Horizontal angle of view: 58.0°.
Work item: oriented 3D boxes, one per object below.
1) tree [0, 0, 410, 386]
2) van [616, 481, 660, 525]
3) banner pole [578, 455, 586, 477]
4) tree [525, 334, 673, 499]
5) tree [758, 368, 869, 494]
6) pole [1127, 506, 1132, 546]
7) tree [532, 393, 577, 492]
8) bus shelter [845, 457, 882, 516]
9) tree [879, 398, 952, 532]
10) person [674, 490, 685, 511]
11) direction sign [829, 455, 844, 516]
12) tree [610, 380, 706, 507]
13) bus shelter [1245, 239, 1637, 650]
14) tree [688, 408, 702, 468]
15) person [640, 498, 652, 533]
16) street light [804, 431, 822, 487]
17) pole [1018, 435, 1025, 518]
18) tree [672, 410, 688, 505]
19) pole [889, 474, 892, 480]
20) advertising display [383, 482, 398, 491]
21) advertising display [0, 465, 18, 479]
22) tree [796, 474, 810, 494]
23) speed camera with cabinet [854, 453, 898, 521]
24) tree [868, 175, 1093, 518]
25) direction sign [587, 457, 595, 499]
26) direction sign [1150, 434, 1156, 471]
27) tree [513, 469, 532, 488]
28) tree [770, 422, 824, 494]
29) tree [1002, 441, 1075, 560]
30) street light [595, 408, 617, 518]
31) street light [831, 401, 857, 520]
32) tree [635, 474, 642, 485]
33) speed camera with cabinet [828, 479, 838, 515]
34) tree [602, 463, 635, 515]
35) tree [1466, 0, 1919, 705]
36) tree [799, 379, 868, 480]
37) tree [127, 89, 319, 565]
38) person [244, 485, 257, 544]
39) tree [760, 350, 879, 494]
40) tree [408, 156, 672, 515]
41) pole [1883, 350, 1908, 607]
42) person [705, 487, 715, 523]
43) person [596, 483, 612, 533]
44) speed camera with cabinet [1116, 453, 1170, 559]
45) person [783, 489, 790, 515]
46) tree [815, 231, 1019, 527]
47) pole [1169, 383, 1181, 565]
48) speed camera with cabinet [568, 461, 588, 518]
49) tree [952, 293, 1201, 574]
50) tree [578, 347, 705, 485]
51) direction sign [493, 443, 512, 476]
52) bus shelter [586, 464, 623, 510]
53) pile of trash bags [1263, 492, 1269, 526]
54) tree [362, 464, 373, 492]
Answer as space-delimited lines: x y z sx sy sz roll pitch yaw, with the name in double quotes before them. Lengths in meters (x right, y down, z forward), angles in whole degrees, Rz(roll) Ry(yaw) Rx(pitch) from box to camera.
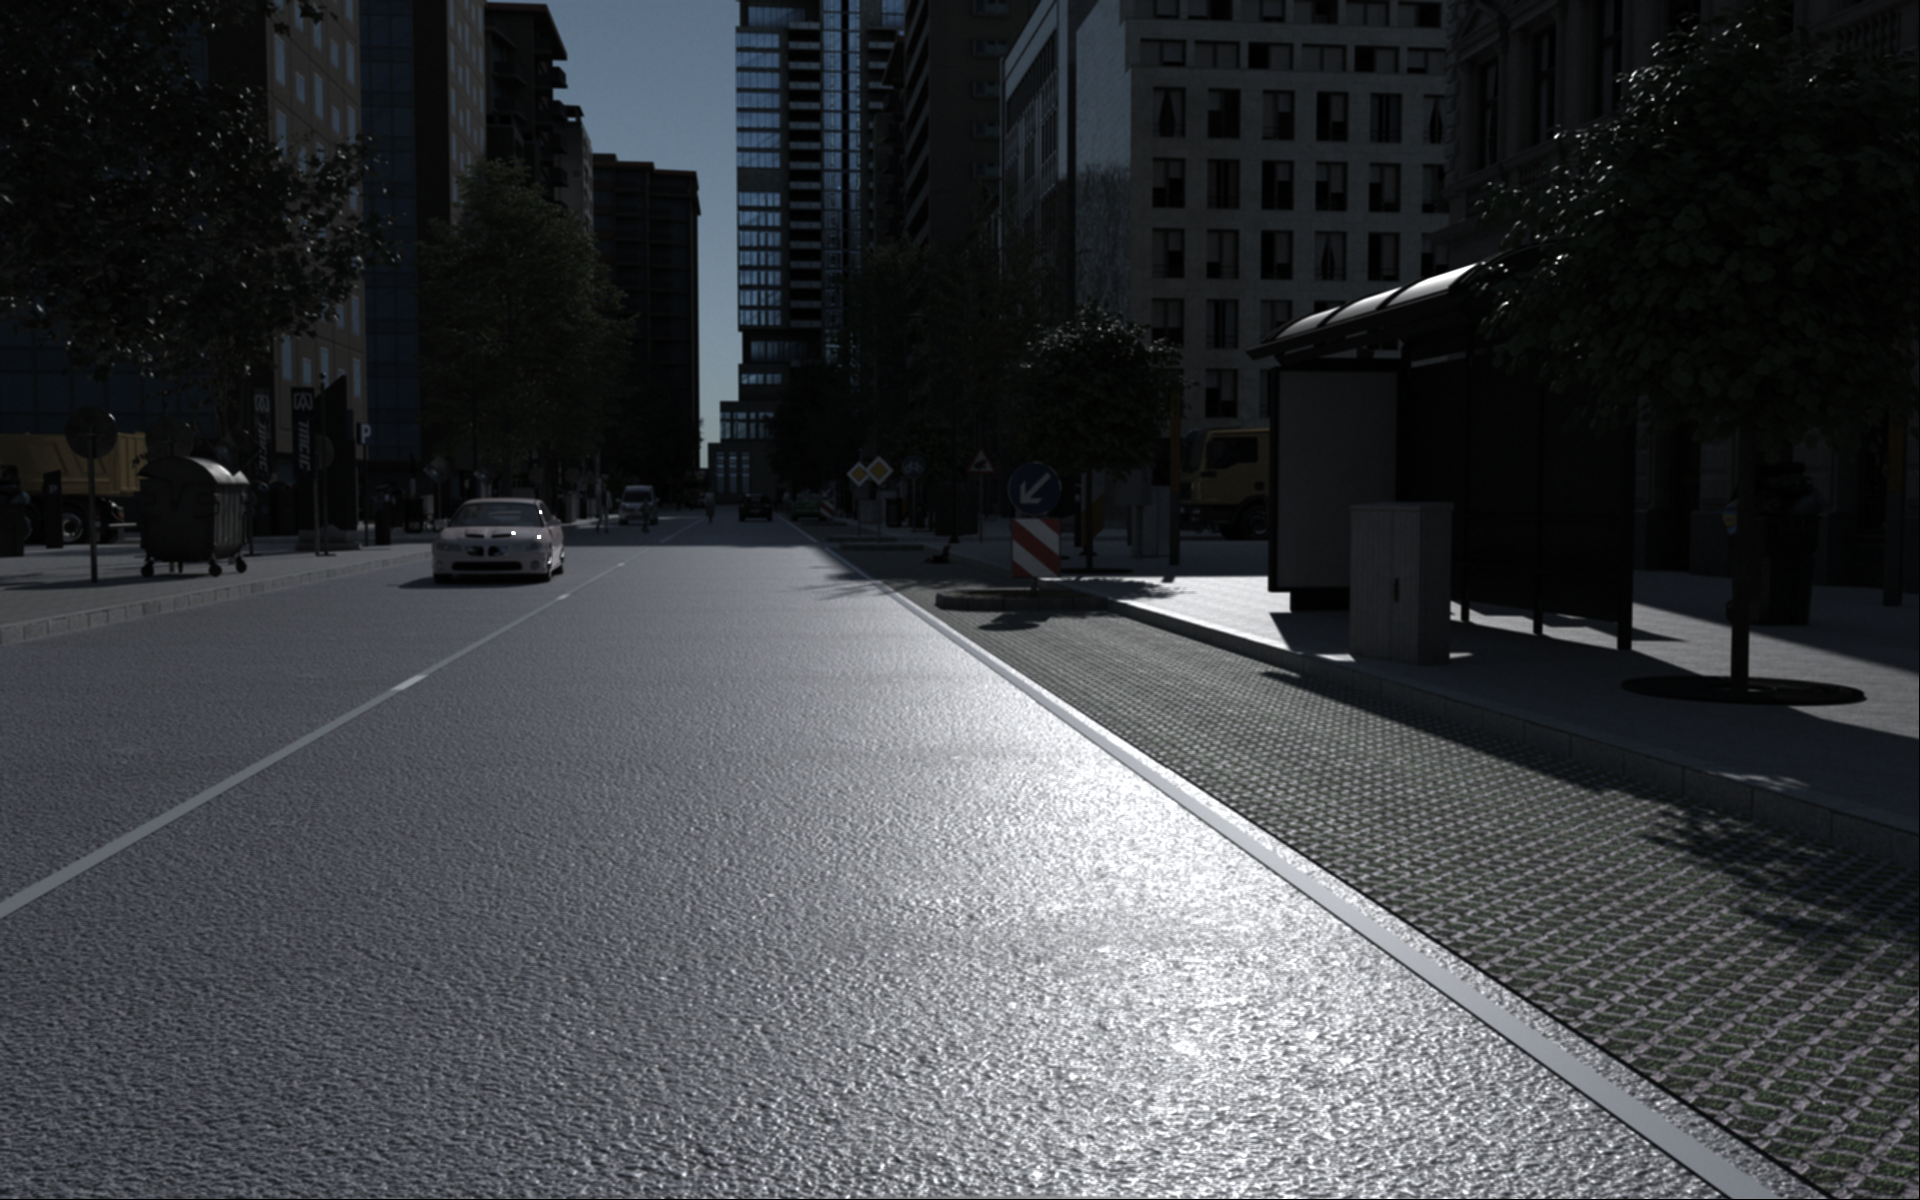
"tree" -11.319 -6.197 18.328 9.611 12.733 9.660 0 3 0
"van" -15.042 -4.529 81.059 2.013 2.044 4.112 0 4 -7
"banner pole" -23.943 -7.312 109.561 0.401 3.779 0.863 2 4 29
"tree" -21.049 -10.113 99.755 8.767 10.594 7.601 -3 5 -39
"tree" -13.641 -15.339 161.157 12.009 13.543 11.850 0 3 0
"pole" 4.265 -3.003 42.947 0.158 3.312 0.155 0 3 0
"tree" -28.189 -10.378 120.050 4.737 8.622 4.395 0 3 0
"bus shelter" -5.404 -6.397 98.516 2.014 3.302 5.546 0 4 -7
"tree" -0.942 -4.610 59.090 4.285 4.588 4.351 0 3 0
"person" -23.815 -8.429 147.030 1.217 1.736 0.721 2 4 35
"direction sign" -7.245 -6.689 101.367 0.876 3.537 0.379 0 4 -2
"tree" -30.413 -15.719 174.010 9.611 12.733 9.660 0 3 0
"bus shelter" 4.484 -1.384 16.546 2.014 3.302 5.546 0 4 -7
"tree" -33.918 -17.372 202.164 7.486 12.596 7.792 0 3 0
"person" -11.704 -3.173 64.643 0.475 1.303 0.640 -3 5 -45
"street light" -10.711 -9.439 126.871 1.470 5.913 1.316 0 4 -7
"pole" 1.578 -3.077 44.159 0.158 3.312 0.155 0 3 0
"tree" -16.471 -9.316 70.442 7.486 12.596 7.792 0 3 0
"pole" -3.697 -5.977 91.571 0.158 3.312 0.155 0 3 0
"advertising display" -29.965 -5.258 91.182 0.974 1.923 0.123 2 4 32
"advertising display" -21.401 -2.029 38.388 0.974 1.923 0.123 -1 4 -22
"tree" -18.744 -15.499 203.765 4.737 8.622 4.395 0 3 0
"speed camera with cabinet" -4.008 -5.417 82.902 2.038 3.252 0.660 0 4 4
"tree" 1.193 -5.454 39.531 4.737 8.622 4.395 0 3 0
"direction sign" -22.703 -7.006 106.551 0.379 3.537 0.876 1 4 19
"direction sign" 6.358 -4.016 57.664 0.379 3.537 0.876 2 4 25
"tree" -29.327 -7.342 114.646 1.663 3.219 1.824 0 3 0
"tree" -17.496 -16.860 193.794 7.486 12.596 7.792 0 3 0
"tree" 1.547 -2.428 34.298 1.663 3.219 1.824 0 3 0
"street light" -18.927 -7.373 93.092 1.470 5.913 1.316 0 4 -7
"street light" -5.714 -6.943 86.067 1.470 5.913 1.316 0 4 -7
"tree" -24.692 -8.203 128.728 1.663 3.219 1.824 0 3 0
"speed camera with cabinet" -7.644 -6.769 105.001 0.660 3.252 2.038 0 4 1
"tree" -21.878 -6.990 108.894 1.663 3.219 1.824 0 3 0
"tree" 5.097 -1.670 11.022 4.285 4.588 4.351 0 3 0
"tree" -8.253 -10.080 115.165 4.360 8.622 3.978 0 3 0
"tree" -13.457 -4.962 31.483 4.360 8.622 3.978 0 3 0
"person" -19.102 -2.304 46.359 0.537 1.800 0.526 -1 4 -11
"tree" -11.313 -13.533 138.279 9.611 12.733 9.660 0 3 0
"tree" -15.125 -8.604 58.798 7.486 12.596 7.792 0 3 0
"pole" 10.673 -1.583 19.723 0.158 3.312 0.155 0 3 0
"person" -12.437 -4.736 86.167 0.478 1.798 0.641 0 4 3
"person" -13.051 -3.362 63.345 0.514 1.842 0.818 -3 4 -36
"speed camera with cabinet" 3.710 -2.484 34.955 0.660 3.252 2.038 1 4 23
"person" -12.019 -6.834 120.461 0.478 1.798 0.641 2 4 26
"tree" -1.719 -8.666 67.448 9.928 11.665 9.643 0 3 0
"pole" 3.873 -2.283 31.169 0.158 3.312 0.155 0 3 0
"speed camera with cabinet" -20.354 -5.982 92.147 0.660 3.252 2.038 -2 4 -26
"tree" 2.220 -2.735 28.432 4.285 4.588 4.351 0 3 0
"tree" -26.200 -14.232 143.071 12.009 13.543 11.850 0 3 0
"direction sign" -20.210 -5.173 76.575 0.379 3.537 0.876 3 5 43
"bus shelter" -24.177 -7.583 117.901 2.014 3.302 5.546 0 4 -7
"pile of trash bags" 8.939 -2.058 43.409 3.447 1.369 1.912 -3 4 -36
"tree" -32.084 -5.989 92.514 1.663 3.219 1.824 0 3 0
